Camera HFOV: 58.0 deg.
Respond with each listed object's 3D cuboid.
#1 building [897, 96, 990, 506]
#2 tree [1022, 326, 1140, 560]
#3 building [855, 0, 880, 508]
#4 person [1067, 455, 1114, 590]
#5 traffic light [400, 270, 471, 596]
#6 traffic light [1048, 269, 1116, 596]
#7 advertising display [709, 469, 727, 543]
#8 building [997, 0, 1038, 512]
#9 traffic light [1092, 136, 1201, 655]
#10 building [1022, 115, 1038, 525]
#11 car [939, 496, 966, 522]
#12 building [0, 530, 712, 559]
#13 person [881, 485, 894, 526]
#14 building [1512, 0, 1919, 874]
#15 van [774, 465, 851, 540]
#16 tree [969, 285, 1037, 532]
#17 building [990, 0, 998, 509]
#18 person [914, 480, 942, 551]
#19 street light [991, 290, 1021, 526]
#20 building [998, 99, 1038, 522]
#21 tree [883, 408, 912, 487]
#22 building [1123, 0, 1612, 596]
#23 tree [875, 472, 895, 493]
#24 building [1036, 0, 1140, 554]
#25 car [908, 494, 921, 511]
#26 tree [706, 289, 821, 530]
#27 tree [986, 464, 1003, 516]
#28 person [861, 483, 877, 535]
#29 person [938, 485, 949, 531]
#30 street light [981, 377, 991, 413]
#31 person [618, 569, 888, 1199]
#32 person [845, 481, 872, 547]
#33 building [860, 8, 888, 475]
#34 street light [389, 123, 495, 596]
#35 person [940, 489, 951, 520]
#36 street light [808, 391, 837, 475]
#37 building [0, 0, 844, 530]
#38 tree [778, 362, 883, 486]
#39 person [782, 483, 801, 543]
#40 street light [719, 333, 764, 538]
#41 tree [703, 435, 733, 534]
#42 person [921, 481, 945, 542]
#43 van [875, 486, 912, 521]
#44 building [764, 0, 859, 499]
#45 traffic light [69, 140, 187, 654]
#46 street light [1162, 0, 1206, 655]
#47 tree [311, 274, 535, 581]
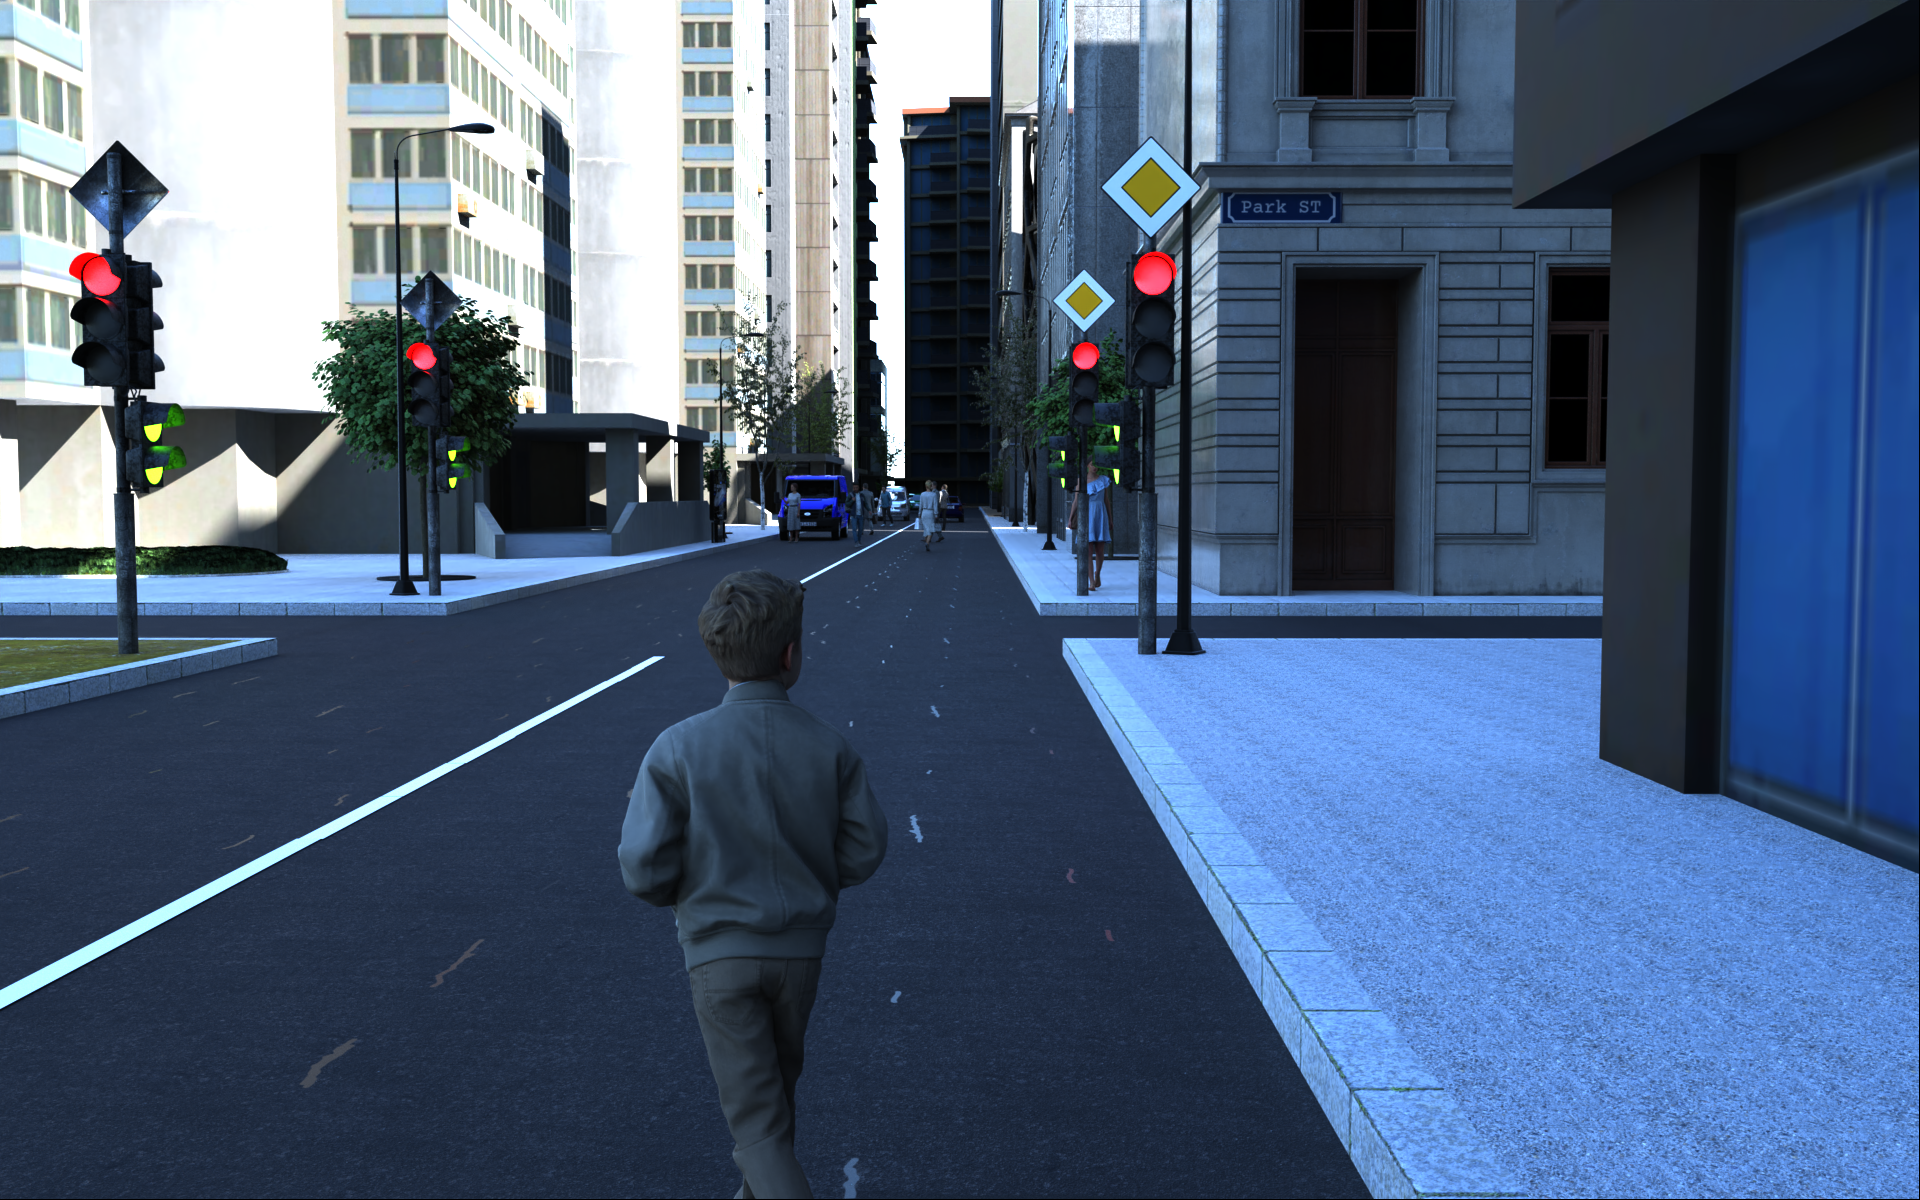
[{"bbox_3d":[6.416,-32.803,190.959,28.867,44.769,22.147,0,4,0],"label":"building"},{"bbox_3d":[2.942,-3.085,34.162,4.285,4.588,4.351,0,3,0],"label":"tree"},{"bbox_3d":[-21.046,-31.022,161.835,28.867,44.769,22.147,0,4,0],"label":"building"},{"bbox_3d":[1.750,-1.045,23.219,0.616,1.811,0.778,0,4,5],"label":"person"},{"bbox_3d":[-6.629,-2.011,21.808,0.839,4.253,0.868,0,4,0],"label":"traffic light"},{"bbox_3d":[1.533,-2.009,21.775,0.839,4.253,0.868,0,4,0],"label":"traffic light"},{"bbox_3d":[-6.372,-2.473,45.653,0.123,1.923,0.974,1,4,13],"label":"advertising display"},{"bbox_3d":[13.225,-29.835,111.510,21.300,48.544,21.600,0,4,0],"label":"building"},{"bbox_3d":[1.485,-1.521,13.790,0.839,4.253,0.868,0,4,0],"label":"traffic light"},{"bbox_3d":[10.899,-12.396,70.131,16.820,18.784,16.811,0,4,0],"label":"building"},{"bbox_3d":[-0.662,-4.680,89.099,1.945,1.354,3.894,0,4,-1],"label":"car"},{"bbox_3d":[-23.059,-21.379,41.436,32.217,40.220,23.993,0,4,0],"label":"building"},{"bbox_3d":[-3.240,-4.197,77.143,0.660,1.820,0.620,2,4,35],"label":"person"},{"bbox_3d":[9.611,-21.418,0.295,14.600,45.320,14.200,0,4,0],"label":"building"},{"bbox_3d":[-4.638,-3.119,55.382,2.240,2.365,5.245,0,4,0],"label":"van"},{"bbox_3d":[2.223,-6.636,58.869,4.360,8.622,3.978,0,3,0],"label":"tree"},{"bbox_3d":[13.244,-37.674,157.970,21.231,58.520,28.212,0,4,0],"label":"building"},{"bbox_3d":[-0.832,-2.127,43.632,0.694,1.780,0.624,2,4,32],"label":"person"},{"bbox_3d":[1.512,-4.103,39.627,1.470,5.913,1.316,0,4,0],"label":"street light"},{"bbox_3d":[6.976,-14.606,87.956,9.793,20.994,18.267,0,4,0],"label":"building"},{"bbox_3d":[-6.217,-11.903,144.968,4.737,8.622,4.395,0,3,0],"label":"tree"},{"bbox_3d":[13.039,-11.613,26.037,21.152,22.565,11.583,0,4,0],"label":"building"},{"bbox_3d":[-6.591,-9.446,149.046,1.663,3.219,1.824,0,3,0],"label":"tree"},{"bbox_3d":[8.450,-13.946,46.040,12.078,24.808,19.932,0,4,0],"label":"building"},{"bbox_3d":[-3.273,-7.522,131.785,1.959,1.807,4.718,0,4,-1],"label":"car"},{"bbox_3d":[-7.038,-6.816,61.805,4.360,8.622,3.978,0,3,0],"label":"tree"},{"bbox_3d":[2.541,-6.490,100.719,1.663,3.219,1.824,0,3,0],"label":"tree"},{"bbox_3d":[-3.309,-3.208,61.046,0.694,1.812,0.767,-2,4,-26],"label":"person"},{"bbox_3d":[-0.727,-3.607,67.654,0.592,1.802,0.473,-2,4,-31],"label":"person"},{"bbox_3d":[1.667,-5.870,68.517,1.470,5.913,1.316,0,4,0],"label":"street light"},{"bbox_3d":[-0.361,0.598,2.988,0.475,1.303,0.640,-3,4,-37],"label":"person"},{"bbox_3d":[-2.814,-2.347,47.218,0.623,1.781,0.721,-3,5,-40],"label":"person"},{"bbox_3d":[-23.722,-53.671,190.192,31.000,86.520,22.319,0,4,0],"label":"building"},{"bbox_3d":[-6.521,-3.015,21.835,1.470,5.913,1.316,0,4,0],"label":"street light"},{"bbox_3d":[-0.879,-5.304,95.411,0.709,1.800,0.728,3,5,43],"label":"person"},{"bbox_3d":[-6.237,-6.444,77.899,1.470,5.913,1.316,0,4,0],"label":"street light"},{"bbox_3d":[-21.774,-23.616,78.009,32.217,40.220,23.993,0,4,0],"label":"building"},{"bbox_3d":[-7.548,-8.828,94.706,4.737,8.622,4.395,0,3,0],"label":"tree"},{"bbox_3d":[-4.963,-2.571,51.102,0.480,1.755,0.524,1,4,23],"label":"person"},{"bbox_3d":[-6.344,-4.733,49.932,1.470,5.913,1.316,0,4,0],"label":"street light"},{"bbox_3d":[-7.813,-3.743,55.799,1.663,3.219,1.824,0,3,0],"label":"tree"},{"bbox_3d":[-0.815,-2.630,51.599,0.767,1.812,0.694,-1,4,-12],"label":"person"},{"bbox_3d":[-3.568,-5.283,93.390,2.013,2.044,4.112,0,4,0],"label":"van"},{"bbox_3d":[-13.659,-25.729,104.262,14.154,41.232,14.086,0,4,0],"label":"building"},{"bbox_3d":[-6.677,-1.523,13.823,0.839,4.253,0.868,0,4,0],"label":"traffic light"},{"bbox_3d":[1.262,-2.522,13.778,1.470,5.913,1.316,0,4,0],"label":"street light"},{"bbox_3d":[-8.006,-2.590,26.066,4.285,4.588,4.351,0,3,0],"label":"tree"}]
